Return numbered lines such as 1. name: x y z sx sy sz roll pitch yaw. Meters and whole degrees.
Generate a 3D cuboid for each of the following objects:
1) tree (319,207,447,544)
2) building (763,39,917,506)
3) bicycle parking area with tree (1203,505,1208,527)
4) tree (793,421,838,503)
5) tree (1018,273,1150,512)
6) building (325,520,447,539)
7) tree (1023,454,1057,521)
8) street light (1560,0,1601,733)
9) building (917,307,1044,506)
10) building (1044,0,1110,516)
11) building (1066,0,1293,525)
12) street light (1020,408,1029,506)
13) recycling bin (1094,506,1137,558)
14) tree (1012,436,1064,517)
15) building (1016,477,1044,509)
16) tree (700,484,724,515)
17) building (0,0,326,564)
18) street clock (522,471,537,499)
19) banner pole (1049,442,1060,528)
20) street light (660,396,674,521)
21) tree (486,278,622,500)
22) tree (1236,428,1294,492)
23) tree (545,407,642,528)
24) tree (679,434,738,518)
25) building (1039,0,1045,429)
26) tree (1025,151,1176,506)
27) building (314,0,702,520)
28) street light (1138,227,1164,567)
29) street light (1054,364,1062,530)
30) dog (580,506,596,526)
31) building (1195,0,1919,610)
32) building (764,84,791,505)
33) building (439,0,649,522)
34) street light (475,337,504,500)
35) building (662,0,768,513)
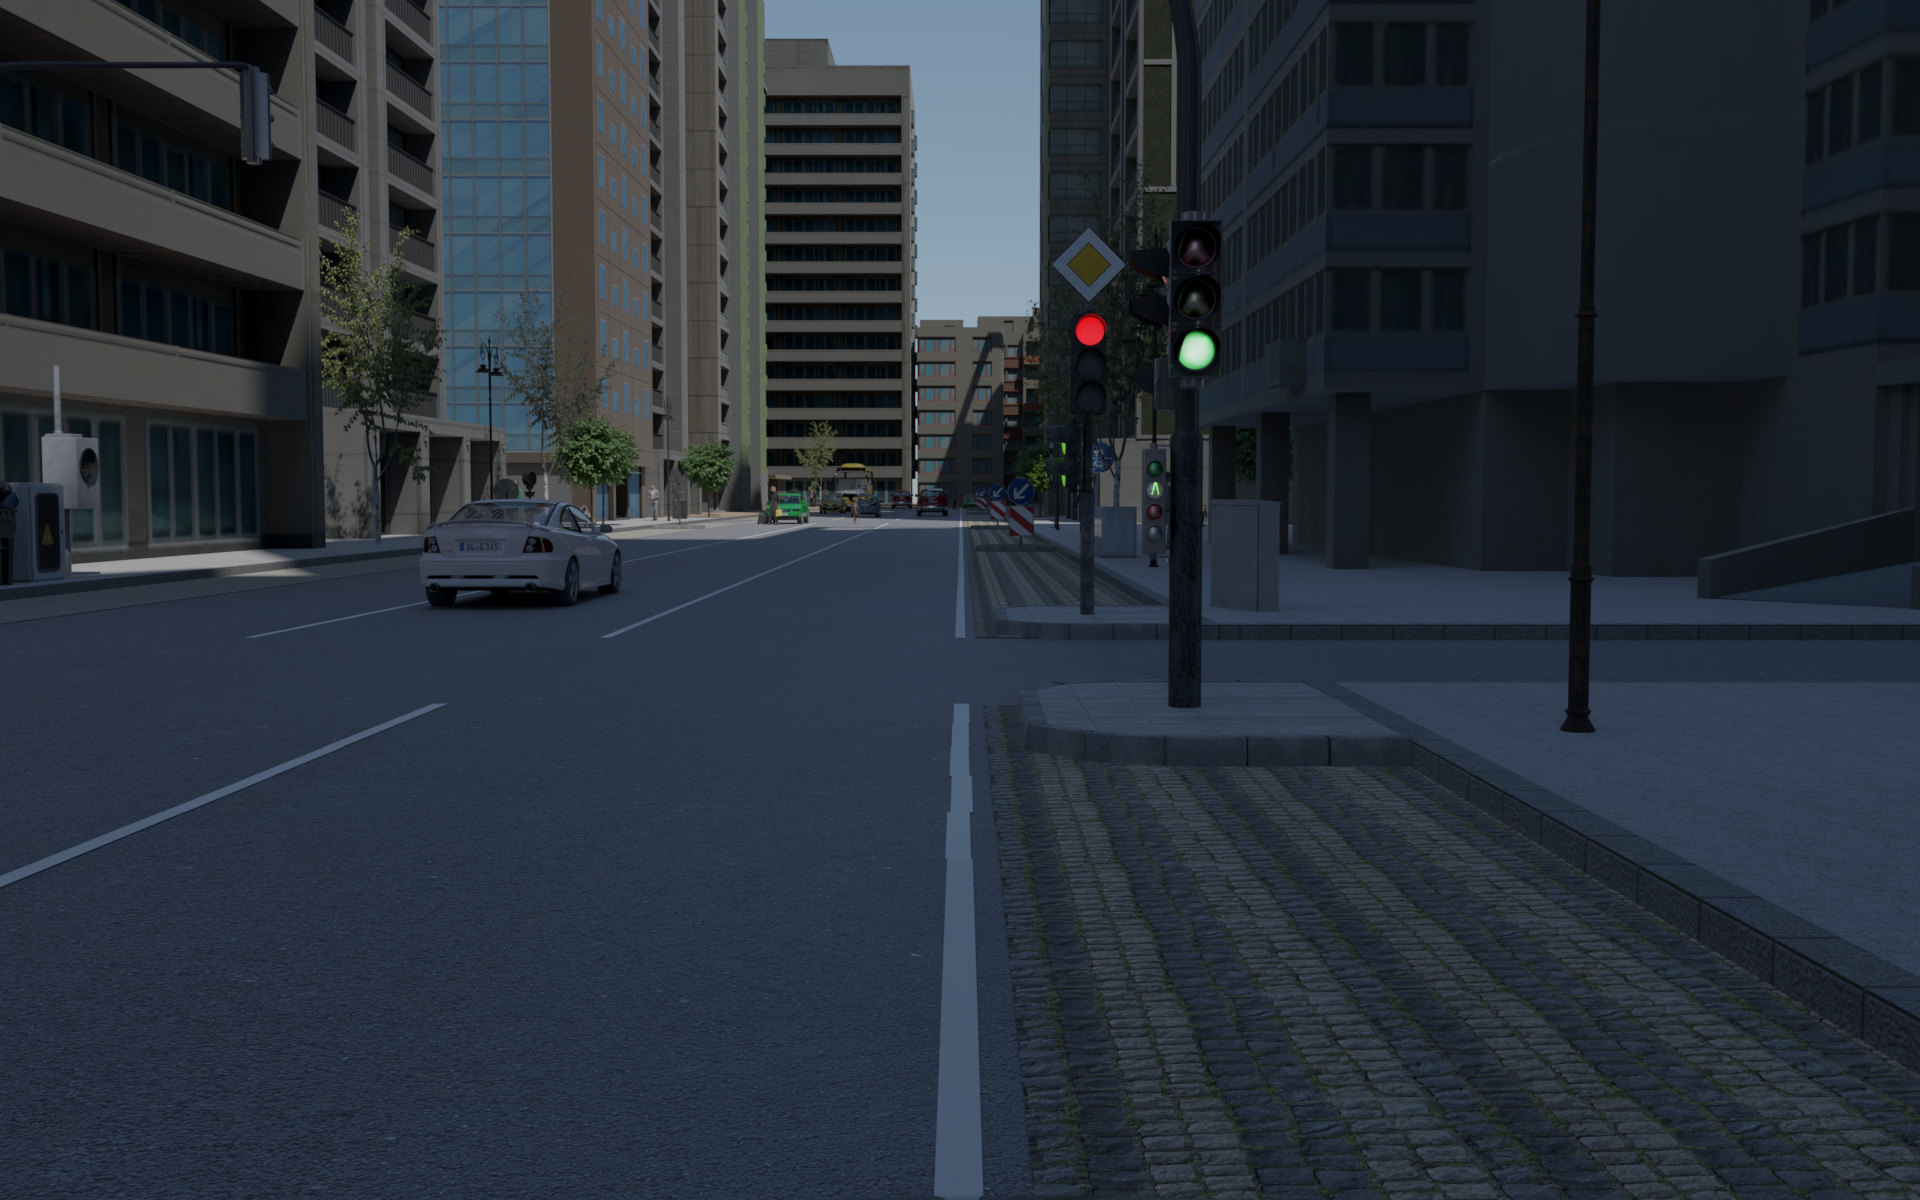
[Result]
1. tree: -15.048 -5.755 44.453 4.737 8.622 4.395 0 3 0
2. building: -15.615 -34.562 188.788 21.600 48.544 21.300 0 3 0
3. bicycle parking area with tree: 12.082 -4.747 64.620 8.231 4.147 9.016 2 4 31
4. tree: -14.025 -13.509 171.240 4.737 8.622 4.395 0 3 0
5. tree: 4.052 -6.391 54.852 4.737 8.622 4.395 0 3 0
6. building: -27.078 -37.896 57.853 20.563 71.187 20.611 0 3 0
7. tree: 3.823 -5.444 83.603 1.663 3.219 1.824 0 3 0
8. street light: 3.347 -2.227 9.205 0.468 5.910 1.993 0 3 0
9. building: 10.016 -21.290 193.127 28.899 21.520 27.650 0 3 0
10. building: 12.234 -25.968 108.178 14.154 41.232 14.086 0 3 0
11. building: 15.751 -39.170 78.686 20.563 71.187 20.611 0 3 0
12. street light: 3.448 -7.361 93.146 0.468 5.910 1.993 0 3 0
13. recycling bin: 3.148 -1.378 35.090 0.722 1.027 0.722 -1 4 -9
14. tree: 4.447 -6.975 97.749 4.285 4.588 4.351 0 3 0
15. building: 21.386 -28.343 155.286 32.217 40.220 23.993 0 3 0
16. tree: -14.831 -6.708 104.273 1.663 3.219 1.824 0 3 0
17. building: -25.832 -24.819 29.493 21.300 48.544 21.600 0 3 0
18. street clock: -13.697 -3.094 55.151 0.358 2.002 0.471 2 4 23
19. banner pole: 3.516 -4.619 65.541 0.401 3.779 0.863 2 4 26
20. street light: -13.839 -6.687 82.128 0.468 5.910 1.993 0 3 0
21. tree: -14.126 -6.701 59.926 4.360 8.622 3.978 0 3 0
22. tree: 10.005 -4.454 56.539 4.285 4.588 4.351 0 3 0
23. tree: -13.963 -4.983 65.181 4.285 4.588 4.351 0 3 0
24. tree: -13.764 -6.825 95.303 4.285 4.588 4.351 0 3 0
25. building: 19.912 -33.005 128.877 28.713 52.752 27.495 0 3 0
26. tree: 3.401 -5.350 37.832 4.360 8.622 3.978 0 3 0
27. building: -26.481 -40.632 102.589 20.563 71.187 20.611 0 3 0
28. street light: 3.398 -3.513 30.229 0.468 5.910 1.993 0 3 0
29. street light: 3.467 -5.417 61.350 0.468 5.910 1.993 0 3 0
30. dog: -14.642 -3.322 68.696 0.800 0.831 0.513 3 4 37
31. building: 17.564 -20.926 34.024 23.993 40.220 32.217 0 3 0
32. building: -30.807 -30.683 156.291 28.867 44.769 22.147 0 3 0
33. building: -23.258 -26.537 83.998 14.600 45.320 14.200 0 3 0
34. street light: -13.818 -4.784 51.007 0.468 5.910 1.993 0 3 0
35. building: -22.880 -27.606 134.957 14.154 41.232 14.086 0 3 0
